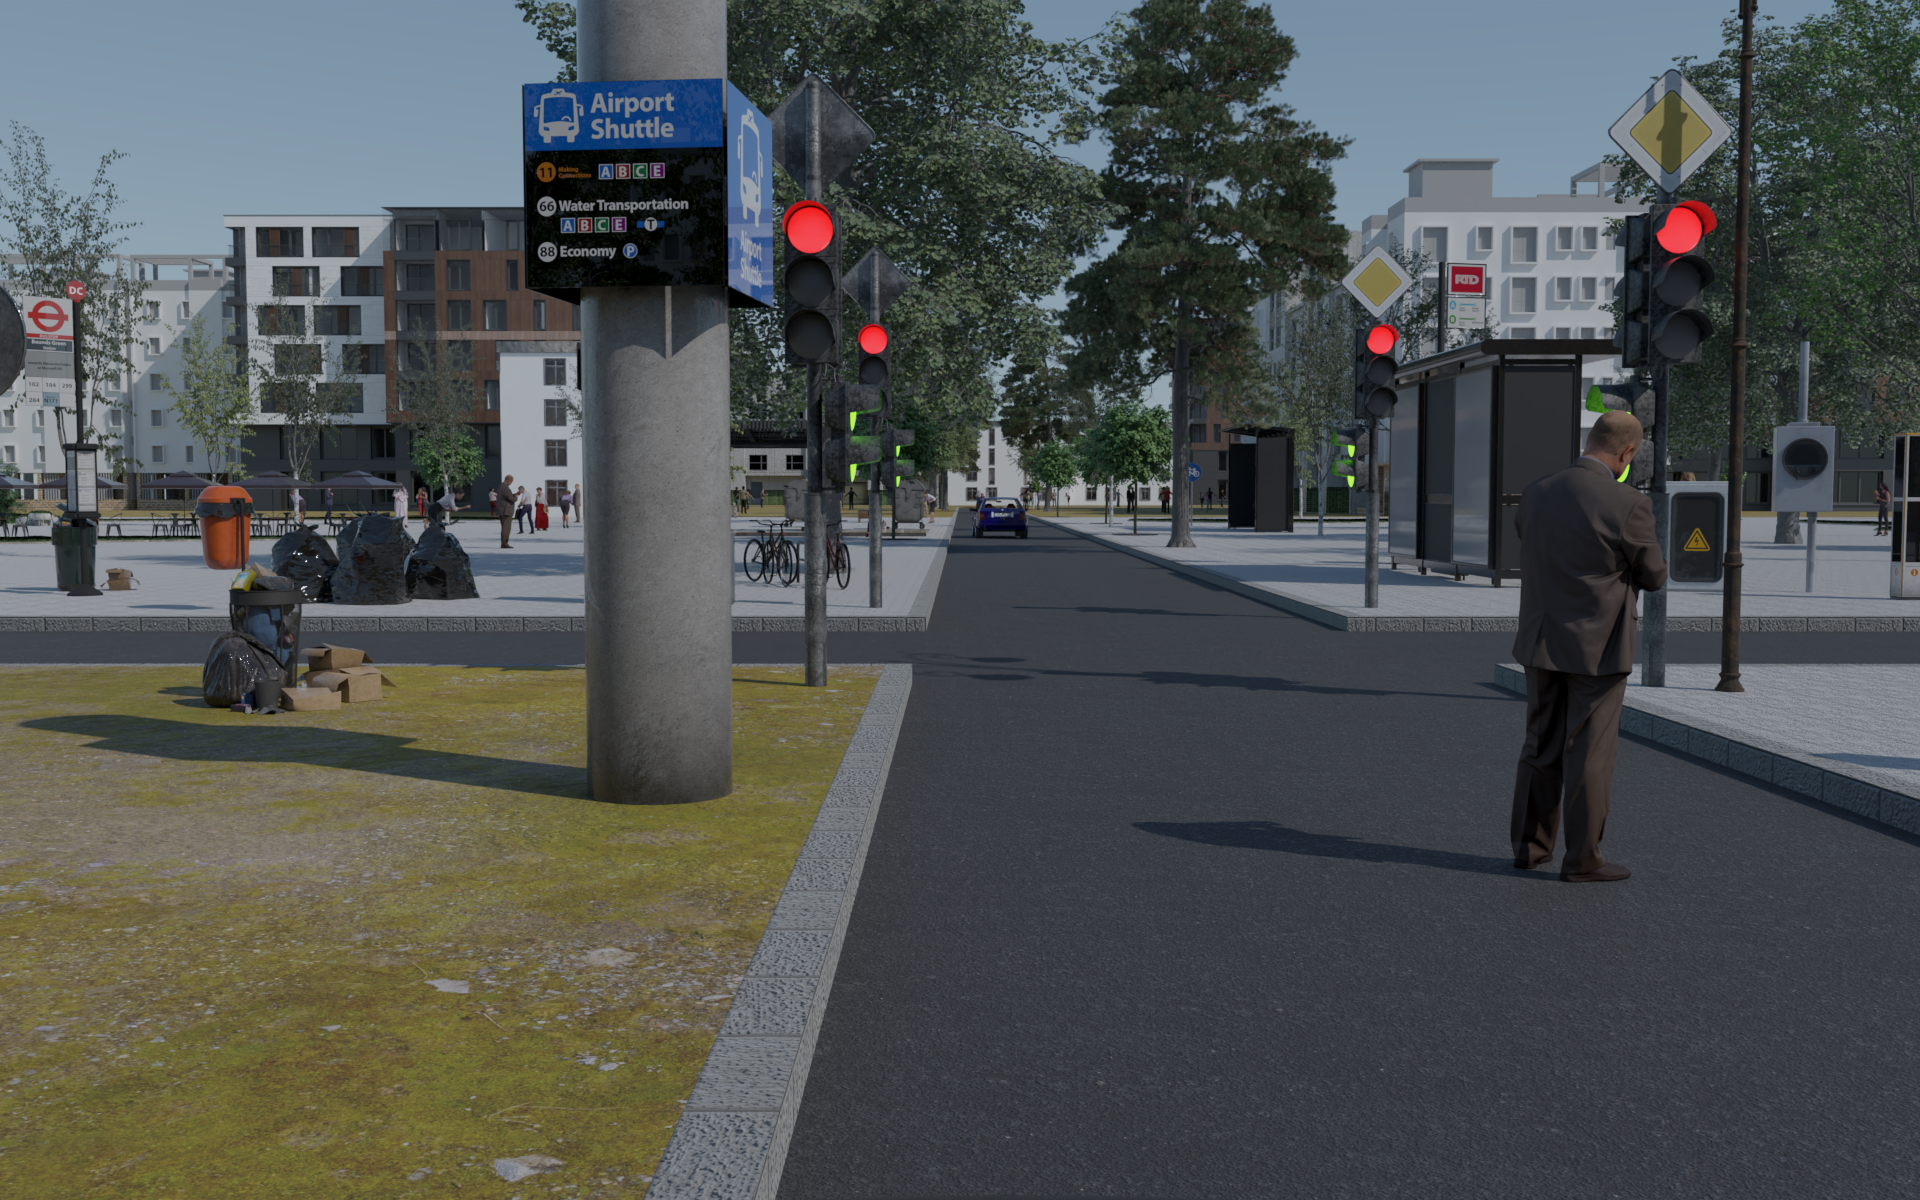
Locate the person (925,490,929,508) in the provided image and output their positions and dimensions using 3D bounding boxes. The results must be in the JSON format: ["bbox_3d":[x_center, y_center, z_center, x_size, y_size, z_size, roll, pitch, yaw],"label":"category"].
[{"bbox_3d":[-3.086,-9.139,155.914,0.683,1.767,0.568,1,4,14],"label":"person"}]

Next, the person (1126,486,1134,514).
[{"bbox_3d":[10.900,-6.463,111.338,0.705,1.869,1.348,1,4,18],"label":"person"}]

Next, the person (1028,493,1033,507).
[{"bbox_3d":[6.984,-10.077,172.273,0.593,1.643,0.415,1,4,9],"label":"person"}]

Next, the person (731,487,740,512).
[{"bbox_3d":[-15.701,-7.091,121.999,1.348,1.822,0.705,1,4,20],"label":"person"}]

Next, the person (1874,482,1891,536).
[{"bbox_3d":[28.102,-2.772,52.833,0.415,1.643,0.593,-2,4,-29],"label":"person"}]

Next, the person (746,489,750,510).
[{"bbox_3d":[-17.733,-8.395,144.016,0.721,1.735,1.217,0,4,3],"label":"person"}]

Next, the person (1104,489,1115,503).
[{"bbox_3d":[14.520,-9.885,168.378,1.217,1.736,0.721,2,4,35],"label":"person"}]

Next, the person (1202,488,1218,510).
[{"bbox_3d":[20.226,-8.210,140.292,1.348,1.822,0.705,1,4,18],"label":"person"}]

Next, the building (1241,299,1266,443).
[{"bbox_3d":[32.131,-17.729,146.285,16.016,20.091,11.380,0,3,0],"label":"building"}]

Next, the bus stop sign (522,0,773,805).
[{"bbox_3d":[-1.289,-1.120,7.327,0.837,3.901,0.837,0,4,6],"label":"bus stop sign"}]

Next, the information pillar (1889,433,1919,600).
[{"bbox_3d":[11.516,-1.009,20.988,0.304,2.012,0.304,0,4,2],"label":"information pillar"}]

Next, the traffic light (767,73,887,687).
[{"bbox_3d":[-0.945,-1.359,11.463,0.839,4.213,0.868,0,3,0],"label":"traffic light"}]

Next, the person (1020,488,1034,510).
[{"bbox_3d":[5.345,-8.041,138.239,1.217,1.735,0.721,1,4,23],"label":"person"}]

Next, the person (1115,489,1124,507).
[{"bbox_3d":[15.632,-10.058,170.580,0.705,1.814,1.350,-2,4,-31],"label":"person"}]

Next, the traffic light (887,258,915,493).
[{"bbox_3d":[-0.933,-1.847,19.448,0.839,4.213,0.868,0,3,0],"label":"traffic light"}]

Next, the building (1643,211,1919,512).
[{"bbox_3d":[65.636,-17.993,138.156,32.646,21.610,27.936,0,3,0],"label":"building"}]

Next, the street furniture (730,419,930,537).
[{"bbox_3d":[-4.682,-3.842,54.926,7.346,3.524,5.398,0,4,0],"label":"street furniture"}]

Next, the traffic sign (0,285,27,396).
[{"bbox_3d":[-5.729,-0.604,9.982,0.768,2.556,0.104,1,4,8],"label":"traffic sign"}]

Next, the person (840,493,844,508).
[{"bbox_3d":[-10.717,-9.078,155.382,0.541,1.710,0.530,1,4,22],"label":"person"}]

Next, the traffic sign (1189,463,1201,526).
[{"bbox_3d":[9.410,-4.296,70.345,0.768,2.556,0.104,0,4,3],"label":"traffic sign"}]

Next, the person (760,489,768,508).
[{"bbox_3d":[-18.505,-9.602,163.564,0.750,1.759,0.617,-1,4,-14],"label":"person"}]

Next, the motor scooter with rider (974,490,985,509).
[{"bbox_3d":[1.776,-9.022,156.475,0.876,1.779,1.986,0,4,2],"label":"motor scooter with rider"}]

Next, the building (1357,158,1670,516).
[{"bbox_3d":[32.396,-15.112,103.499,16.016,20.091,11.380,0,3,0],"label":"building"}]

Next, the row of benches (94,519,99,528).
[{"bbox_3d":[-30.422,-2.738,60.231,1.422,0.672,4.104,-2,4,-29],"label":"row of benches"}]

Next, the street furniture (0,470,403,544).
[{"bbox_3d":[-30.033,-2.492,45.766,27.439,1.986,14.083,0,4,1],"label":"street furniture"}]

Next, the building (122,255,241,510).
[{"bbox_3d":[-59.425,-17.565,143.615,11.380,20.091,16.016,0,3,0],"label":"building"}]

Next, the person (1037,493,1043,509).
[{"bbox_3d":[6.630,-8.394,143.149,0.599,1.838,0.709,0,4,5],"label":"person"}]

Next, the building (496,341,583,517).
[{"bbox_3d":[-24.625,-10.227,109.365,9.099,9.664,28.070,0,3,0],"label":"building"}]

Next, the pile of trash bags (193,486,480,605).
[{"bbox_3d":[-7.406,-0.645,20.291,1.912,1.369,3.447,2,4,27],"label":"pile of trash bags"}]

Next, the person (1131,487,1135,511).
[{"bbox_3d":[12.947,-7.591,130.178,0.705,1.821,1.348,1,4,11],"label":"person"}]

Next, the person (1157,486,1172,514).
[{"bbox_3d":[13.391,-6.482,111.962,1.348,1.831,0.705,0,4,-8],"label":"person"}]

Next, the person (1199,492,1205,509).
[{"bbox_3d":[20.189,-8.302,144.969,0.628,1.438,0.799,0,4,-8],"label":"person"}]

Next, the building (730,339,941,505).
[{"bbox_3d":[-17.270,-20.743,205.597,31.486,18.905,16.747,0,3,0],"label":"building"}]

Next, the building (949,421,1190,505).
[{"bbox_3d":[12.620,-15.902,202.149,28.070,9.664,9.099,0,3,0],"label":"building"}]

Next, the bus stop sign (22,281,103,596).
[{"bbox_3d":[-11.193,-2.012,21.601,0.416,3.939,0.855,3,4,37],"label":"bus stop sign"}]

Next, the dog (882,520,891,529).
[{"bbox_3d":[-2.472,-2.551,59.438,0.748,0.427,0.550,-2,4,-26],"label":"dog"}]

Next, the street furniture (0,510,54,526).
[{"bbox_3d":[-40.591,-3.413,71.433,5.734,0.657,10.072,-2,4,-34],"label":"street furniture"}]

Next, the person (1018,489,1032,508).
[{"bbox_3d":[6.169,-9.700,164.727,1.348,1.812,0.705,1,4,13],"label":"person"}]

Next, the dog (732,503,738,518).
[{"bbox_3d":[-12.238,-4.829,93.340,0.513,0.831,0.800,2,4,27],"label":"dog"}]

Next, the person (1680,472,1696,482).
[{"bbox_3d":[10.774,-1.111,25.910,0.444,1.614,0.593,0,4,-1],"label":"person"}]

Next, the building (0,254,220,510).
[{"bbox_3d":[-70.806,-17.539,143.183,11.380,20.091,16.016,0,3,0],"label":"building"}]

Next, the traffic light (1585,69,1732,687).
[{"bbox_3d":[4.616,-1.359,11.471,0.839,4.213,0.868,0,3,0],"label":"traffic light"}]

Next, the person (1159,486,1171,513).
[{"bbox_3d":[14.177,-6.981,120.274,0.705,1.812,1.348,-2,4,-33],"label":"person"}]

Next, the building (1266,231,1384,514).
[{"bbox_3d":[33.140,-15.809,124.928,16.747,18.905,31.486,0,3,0],"label":"building"}]

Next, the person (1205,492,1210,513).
[{"bbox_3d":[17.092,-6.717,119.095,0.599,1.433,0.991,1,4,10],"label":"person"}]

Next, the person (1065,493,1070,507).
[{"bbox_3d":[10.633,-9.921,171.434,0.628,1.438,0.799,0,4,1],"label":"person"}]

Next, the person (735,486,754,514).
[{"bbox_3d":[-14.139,-6.559,113.292,1.348,1.823,0.705,1,4,15],"label":"person"}]

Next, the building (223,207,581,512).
[{"bbox_3d":[-37.421,-17.946,137.386,32.646,21.610,27.936,0,3,0],"label":"building"}]

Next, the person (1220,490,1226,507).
[{"bbox_3d":[26.043,-10.071,171.529,0.721,1.723,1.217,-1,4,-11],"label":"person"}]

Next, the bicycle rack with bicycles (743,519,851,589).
[{"bbox_3d":[-2.878,-0.659,24.150,2.852,0.926,2.925,-1,4,-14],"label":"bicycle rack with bicycles"}]

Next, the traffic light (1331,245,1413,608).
[{"bbox_3d":[4.628,-1.848,19.456,0.839,4.213,0.868,0,3,0],"label":"traffic light"}]

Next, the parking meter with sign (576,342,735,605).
[{"bbox_3d":[-3.488,-1.454,20.041,1.738,3.016,0.543,1,4,9],"label":"parking meter with sign"}]

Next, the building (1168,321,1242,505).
[{"bbox_3d":[43.356,-22.473,211.415,32.646,21.610,27.936,0,3,0],"label":"building"}]

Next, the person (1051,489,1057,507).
[{"bbox_3d":[9.133,-9.931,168.948,0.617,1.759,0.750,-1,4,-16],"label":"person"}]

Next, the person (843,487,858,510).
[{"bbox_3d":[-9.048,-8.447,143.787,1.348,1.869,0.705,2,4,24],"label":"person"}]

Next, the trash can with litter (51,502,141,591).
[{"bbox_3d":[-11.511,-0.714,23.064,1.055,1.170,0.624,-1,4,-22],"label":"trash can with litter"}]
